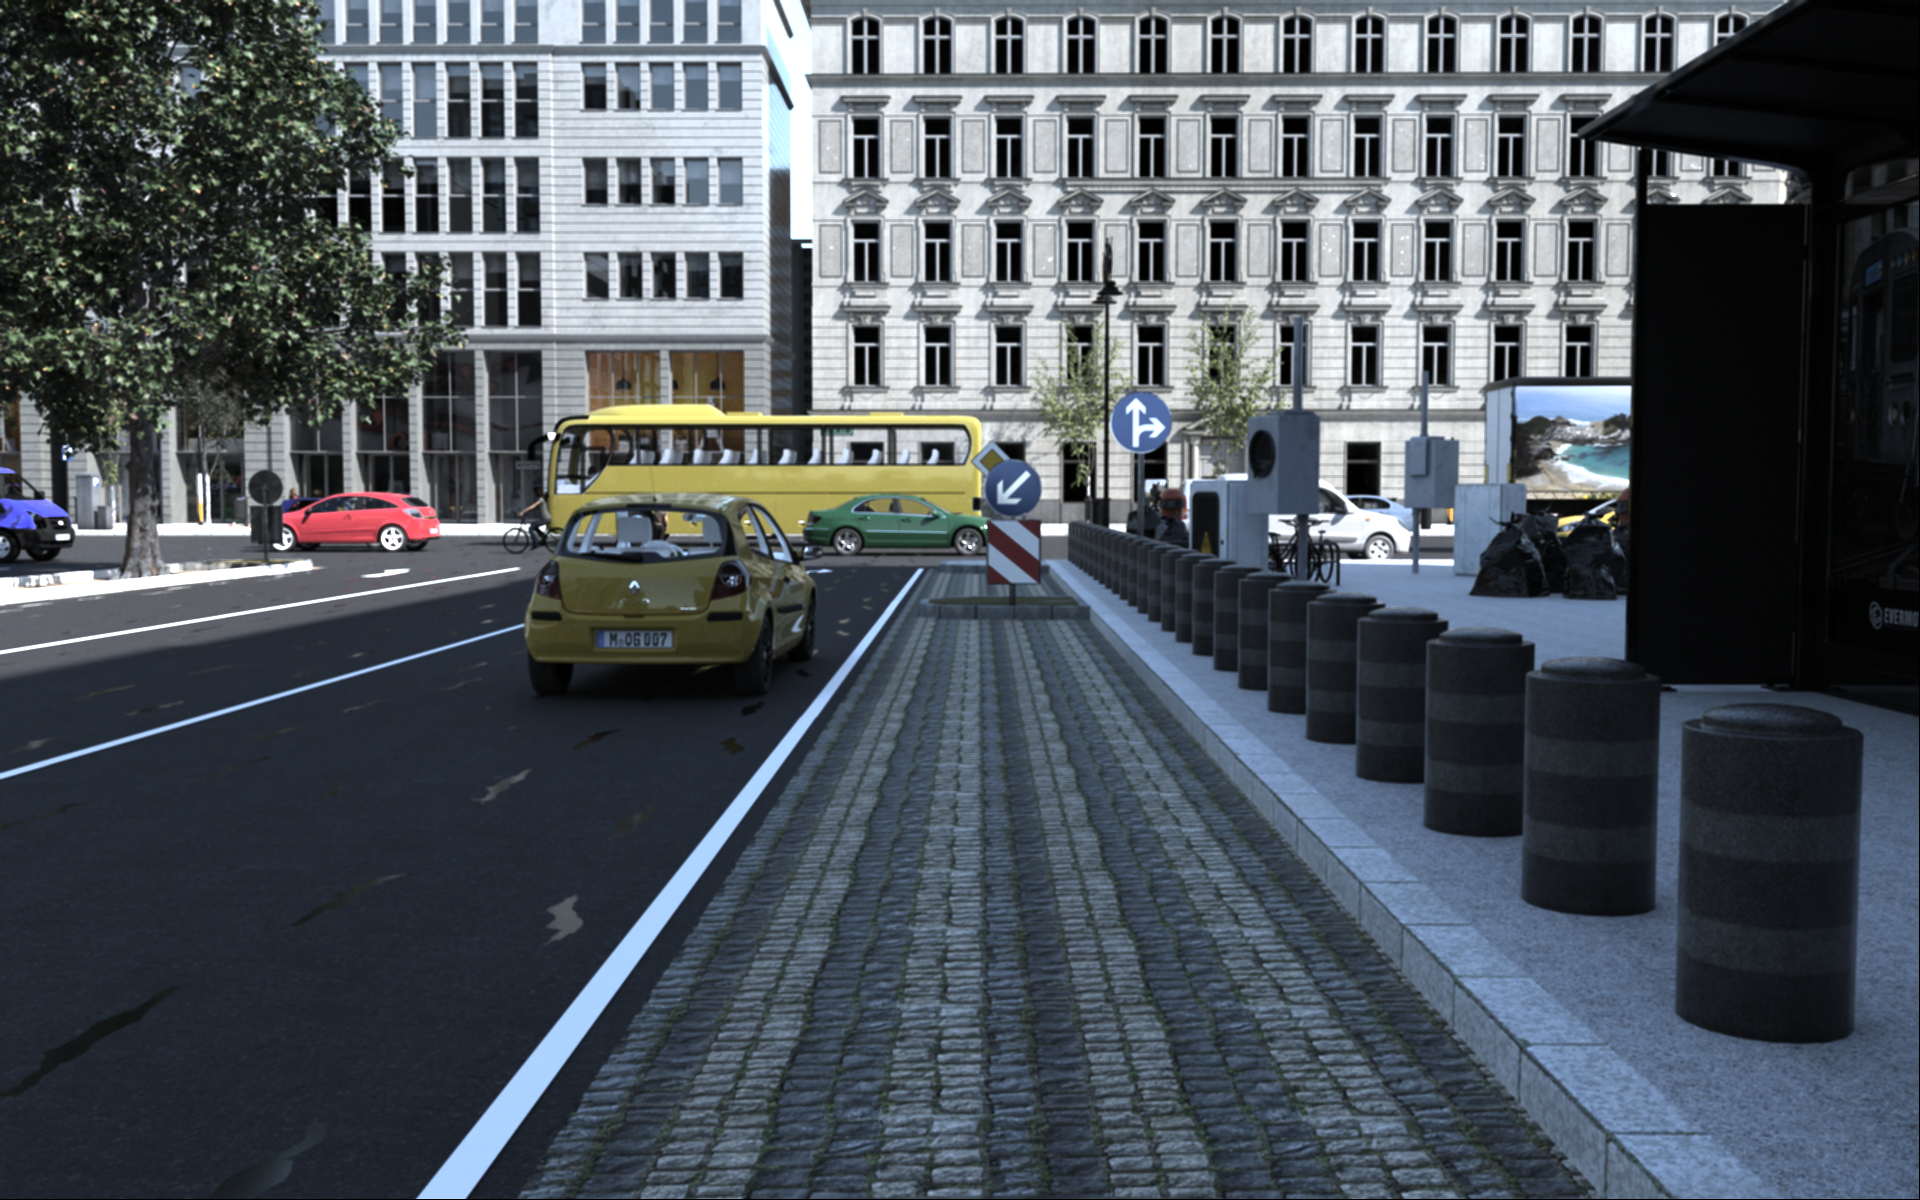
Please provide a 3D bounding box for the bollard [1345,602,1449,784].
[{"bbox_3d":[2.002,0.420,7.846,0.404,0.777,0.398,0,3,0],"label":"bollard"}]

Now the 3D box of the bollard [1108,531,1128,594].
[{"bbox_3d":[2.154,-0.464,22.299,0.404,0.777,0.398,0,3,0],"label":"bollard"}]

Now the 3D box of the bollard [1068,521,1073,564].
[{"bbox_3d":[2.255,-1.054,31.956,0.404,0.777,0.398,0,3,0],"label":"bollard"}]

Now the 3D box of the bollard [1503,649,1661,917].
[{"bbox_3d":[1.976,0.568,5.432,0.404,0.777,0.398,0,3,0],"label":"bollard"}]

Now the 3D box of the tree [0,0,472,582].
[{"bbox_3d":[-13.354,-6.643,28.078,9.611,12.733,9.660,0,3,0],"label":"tree"}]

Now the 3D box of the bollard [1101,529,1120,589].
[{"bbox_3d":[2.168,-0.537,23.505,0.404,0.777,0.398,0,3,0],"label":"bollard"}]

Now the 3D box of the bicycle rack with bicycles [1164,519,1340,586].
[{"bbox_3d":[4.267,-0.671,24.361,2.925,0.926,2.852,-3,4,-39],"label":"bicycle rack with bicycles"}]

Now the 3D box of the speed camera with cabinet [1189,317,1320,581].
[{"bbox_3d":[3.366,-1.571,20.019,0.660,3.252,2.038,-1,4,-21],"label":"speed camera with cabinet"}]

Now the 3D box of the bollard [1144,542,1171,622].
[{"bbox_3d":[2.100,-0.169,17.478,0.404,0.777,0.398,0,3,0],"label":"bollard"}]

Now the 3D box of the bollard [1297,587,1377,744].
[{"bbox_3d":[2.014,0.347,9.047,0.404,0.777,0.398,0,3,0],"label":"bollard"}]

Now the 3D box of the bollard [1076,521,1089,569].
[{"bbox_3d":[2.226,-0.907,29.539,0.404,0.777,0.398,0,3,0],"label":"bollard"}]

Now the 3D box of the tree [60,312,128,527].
[{"bbox_3d":[-32.673,-7.078,66.084,4.737,8.622,4.395,0,3,0],"label":"tree"}]

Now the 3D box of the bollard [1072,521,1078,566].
[{"bbox_3d":[2.242,-0.980,30.740,0.404,0.777,0.398,0,3,0],"label":"bollard"}]

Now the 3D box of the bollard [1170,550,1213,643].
[{"bbox_3d":[2.078,-0.021,15.066,0.404,0.777,0.398,0,3,0],"label":"bollard"}]

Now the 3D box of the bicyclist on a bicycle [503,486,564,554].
[{"bbox_3d":[-10.169,-1.927,41.536,1.625,1.676,1.499,0,4,-1],"label":"bicyclist on a bicycle"}]

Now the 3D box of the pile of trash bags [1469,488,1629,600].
[{"bbox_3d":[8.174,-0.780,22.507,1.912,1.369,3.447,3,5,44],"label":"pile of trash bags"}]

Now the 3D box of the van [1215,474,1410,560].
[{"bbox_3d":[7.185,-1.759,35.777,4.112,2.044,2.013,0,4,-1],"label":"van"}]

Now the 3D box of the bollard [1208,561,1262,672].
[{"bbox_3d":[2.057,0.126,12.657,0.404,0.777,0.398,0,3,0],"label":"bollard"}]

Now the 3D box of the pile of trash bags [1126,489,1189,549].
[{"bbox_3d":[3.673,-1.147,28.513,1.912,1.369,3.447,0,4,-2],"label":"pile of trash bags"}]

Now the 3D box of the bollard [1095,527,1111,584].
[{"bbox_3d":[2.179,-0.612,24.718,0.404,0.777,0.398,0,3,0],"label":"bollard"}]

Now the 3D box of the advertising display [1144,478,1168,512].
[{"bbox_3d":[7.966,-3.986,70.387,0.974,1.923,0.123,1,4,17],"label":"advertising display"}]

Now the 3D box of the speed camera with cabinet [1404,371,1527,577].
[{"bbox_3d":[7.973,-2.020,27.358,0.660,3.252,2.038,-2,4,-32],"label":"speed camera with cabinet"}]

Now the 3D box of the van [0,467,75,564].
[{"bbox_3d":[-21.570,-1.968,36.569,5.245,2.365,2.240,0,3,0],"label":"van"}]

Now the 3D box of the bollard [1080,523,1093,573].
[{"bbox_3d":[2.218,-0.833,28.337,0.404,0.777,0.398,0,3,0],"label":"bollard"}]

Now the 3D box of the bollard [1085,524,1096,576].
[{"bbox_3d":[2.204,-0.760,27.136,0.404,0.777,0.398,0,3,0],"label":"bollard"}]

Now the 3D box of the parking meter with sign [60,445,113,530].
[{"bbox_3d":[-31.069,-4.001,61.684,1.738,3.016,0.543,1,4,12],"label":"parking meter with sign"}]

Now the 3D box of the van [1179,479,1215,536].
[{"bbox_3d":[8.076,-2.530,48.380,4.112,2.044,2.013,0,4,1],"label":"van"}]

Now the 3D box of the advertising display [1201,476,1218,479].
[{"bbox_3d":[9.117,-3.533,62.975,0.123,1.923,0.974,-2,4,-32],"label":"advertising display"}]

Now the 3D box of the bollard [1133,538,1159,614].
[{"bbox_3d":[2.116,-0.242,18.679,0.404,0.777,0.398,0,3,0],"label":"bollard"}]

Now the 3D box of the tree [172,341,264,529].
[{"bbox_3d":[-27.064,-6.872,62.719,4.360,8.622,3.978,0,3,0],"label":"tree"}]

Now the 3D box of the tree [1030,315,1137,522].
[{"bbox_3d":[5.003,-7.348,70.498,4.737,8.622,4.395,0,3,0],"label":"tree"}]

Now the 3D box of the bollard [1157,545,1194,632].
[{"bbox_3d":[2.093,-0.095,16.276,0.404,0.777,0.398,0,3,0],"label":"bollard"}]

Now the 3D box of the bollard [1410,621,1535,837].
[{"bbox_3d":[1.991,0.494,6.644,0.404,0.777,0.398,0,3,0],"label":"bollard"}]

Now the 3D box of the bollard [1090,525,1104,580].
[{"bbox_3d":[2.192,-0.685,25.920,0.404,0.777,0.398,0,3,0],"label":"bollard"}]

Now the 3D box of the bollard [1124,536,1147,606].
[{"bbox_3d":[2.129,-0.317,19.892,0.404,0.777,0.398,0,3,0],"label":"bollard"}]

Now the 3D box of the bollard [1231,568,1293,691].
[{"bbox_3d":[2.043,0.200,11.450,0.404,0.777,0.398,0,3,0],"label":"bollard"}]

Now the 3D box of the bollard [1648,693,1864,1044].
[{"bbox_3d":[1.963,0.642,4.215,0.404,0.777,0.398,0,3,0],"label":"bollard"}]

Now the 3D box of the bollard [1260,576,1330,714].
[{"bbox_3d":[2.027,0.273,10.249,0.404,0.777,0.398,0,3,0],"label":"bollard"}]

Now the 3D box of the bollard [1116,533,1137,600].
[{"bbox_3d":[2.145,-0.390,21.097,0.404,0.777,0.398,0,3,0],"label":"bollard"}]

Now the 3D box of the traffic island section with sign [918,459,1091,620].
[{"bbox_3d":[0.509,-0.731,20.575,1.989,1.847,2.006,0,4,1],"label":"traffic island section with sign"}]

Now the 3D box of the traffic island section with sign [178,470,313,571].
[{"bbox_3d":[-13.376,-1.506,32.760,2.006,1.907,1.989,0,4,1],"label":"traffic island section with sign"}]

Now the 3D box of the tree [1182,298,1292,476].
[{"bbox_3d":[10.293,-7.087,66.230,4.737,8.622,4.395,0,3,0],"label":"tree"}]

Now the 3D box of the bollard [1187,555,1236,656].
[{"bbox_3d":[2.064,0.052,13.864,0.404,0.777,0.398,0,3,0],"label":"bollard"}]
